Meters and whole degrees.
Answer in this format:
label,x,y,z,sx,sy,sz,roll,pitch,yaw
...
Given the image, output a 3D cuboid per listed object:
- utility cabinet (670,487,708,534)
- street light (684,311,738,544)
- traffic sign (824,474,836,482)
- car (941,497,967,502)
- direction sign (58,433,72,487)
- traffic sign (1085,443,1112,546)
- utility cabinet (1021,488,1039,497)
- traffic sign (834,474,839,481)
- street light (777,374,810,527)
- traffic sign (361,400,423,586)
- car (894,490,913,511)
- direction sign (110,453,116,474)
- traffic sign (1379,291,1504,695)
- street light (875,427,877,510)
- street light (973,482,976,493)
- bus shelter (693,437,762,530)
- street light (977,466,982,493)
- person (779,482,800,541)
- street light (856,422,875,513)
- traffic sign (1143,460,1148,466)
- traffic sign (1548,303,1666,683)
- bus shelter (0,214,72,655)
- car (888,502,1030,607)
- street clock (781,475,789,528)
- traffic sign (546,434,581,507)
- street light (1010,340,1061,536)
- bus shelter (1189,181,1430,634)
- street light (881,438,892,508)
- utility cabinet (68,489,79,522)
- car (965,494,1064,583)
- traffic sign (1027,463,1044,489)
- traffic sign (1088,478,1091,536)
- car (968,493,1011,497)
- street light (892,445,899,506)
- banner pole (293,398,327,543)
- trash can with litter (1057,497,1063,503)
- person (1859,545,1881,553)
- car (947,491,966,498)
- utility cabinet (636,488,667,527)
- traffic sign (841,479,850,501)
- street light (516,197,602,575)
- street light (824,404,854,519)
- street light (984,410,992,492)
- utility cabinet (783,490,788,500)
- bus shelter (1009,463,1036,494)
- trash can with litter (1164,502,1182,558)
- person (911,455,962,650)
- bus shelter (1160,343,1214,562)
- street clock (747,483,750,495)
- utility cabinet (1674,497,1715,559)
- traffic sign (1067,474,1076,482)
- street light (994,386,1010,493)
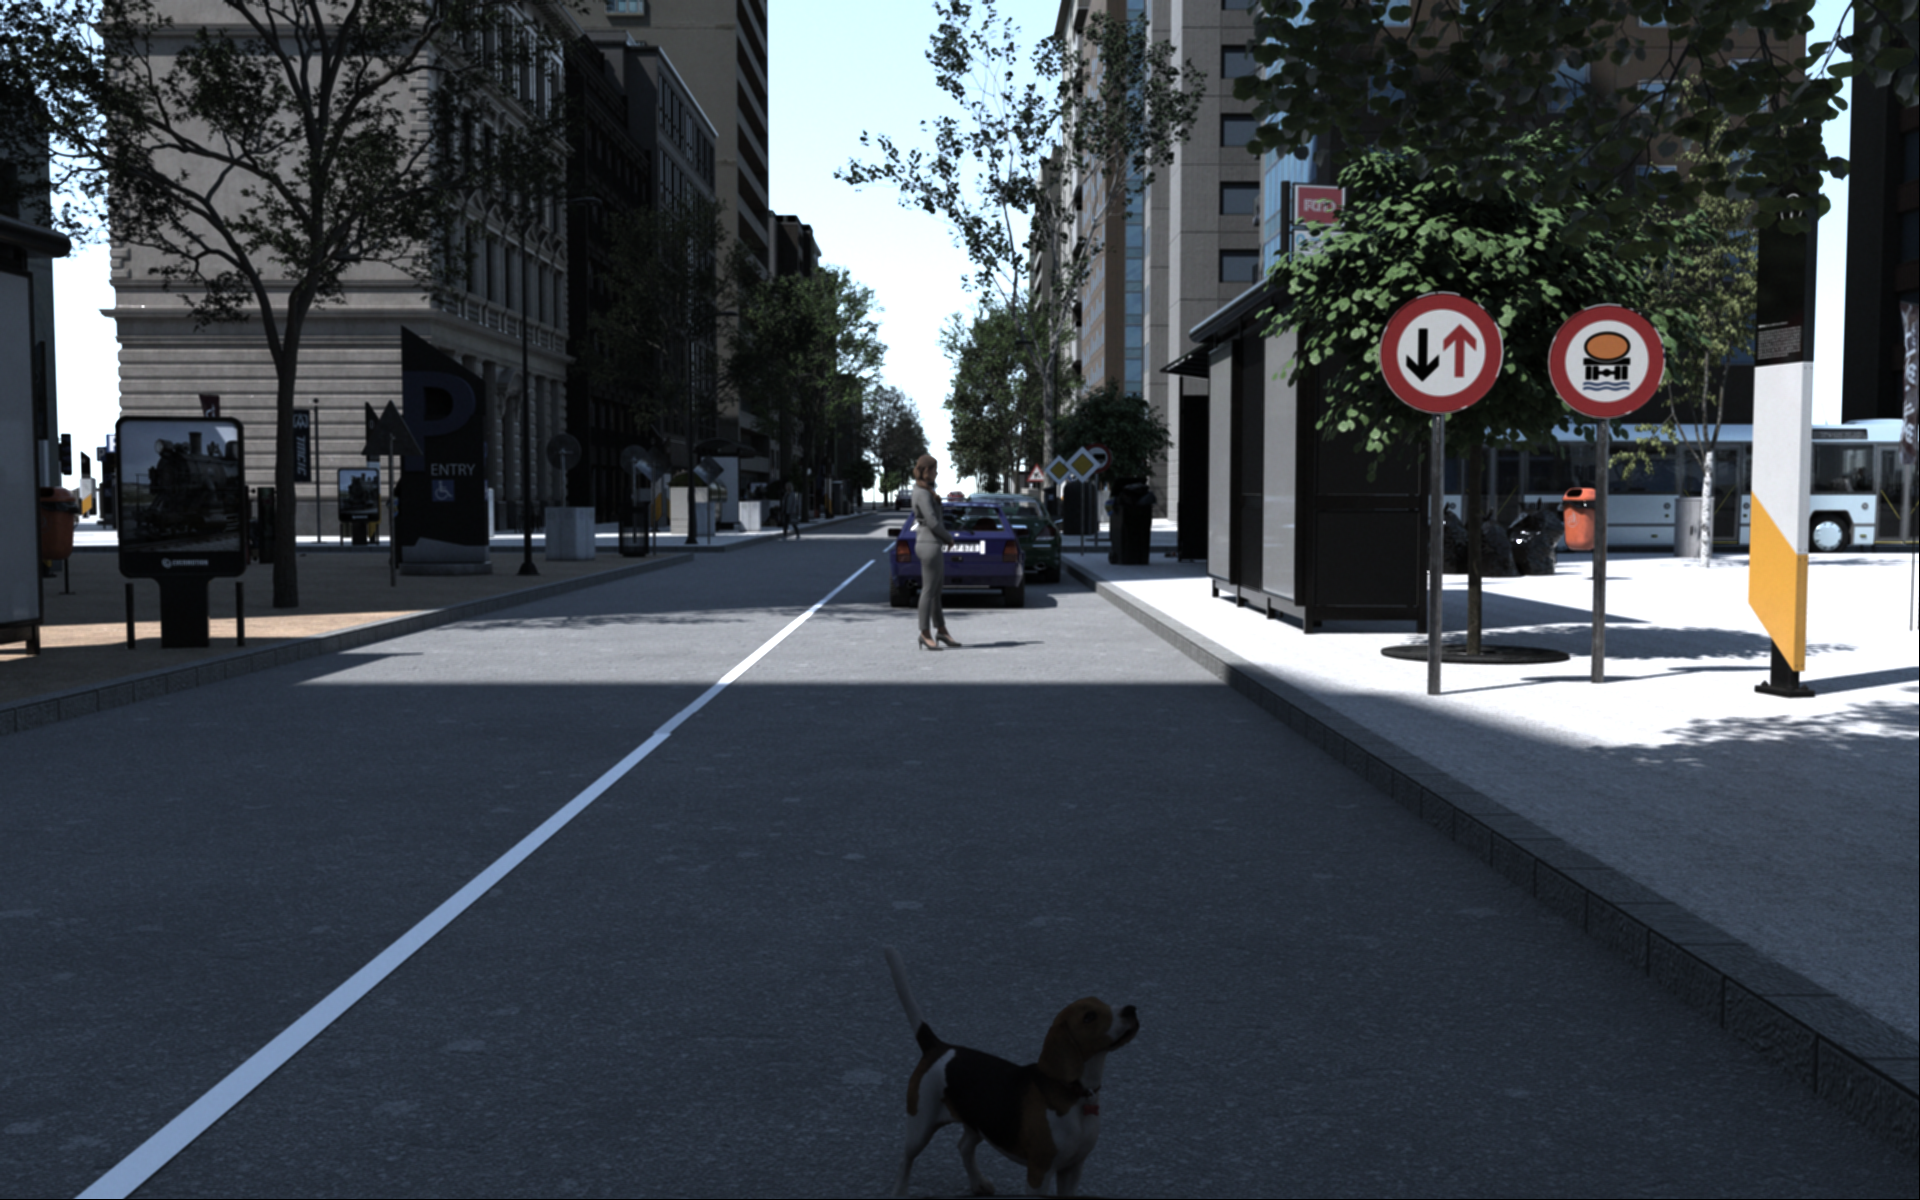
label,x,y,z,sx,sy,sz,roll,pitch,yaw
utility cabinet,-8.632,-2.846,55.216,1.173,1.500,0.318,-1,4,-12
street light,-6.334,-4.380,44.153,1.470,5.913,1.316,0,4,0
traffic sign,-8.119,-6.612,108.218,0.768,2.556,0.104,0,4,8
car,-0.315,-2.620,55.420,1.945,1.354,3.894,0,3,0
direction sign,-33.583,-4.439,64.578,0.876,3.537,0.379,-2,4,-34
traffic sign,3.382,-2.618,42.913,0.768,2.556,0.104,0,4,4
utility cabinet,2.717,-3.554,66.782,0.318,1.500,1.173,2,4,23
traffic sign,-7.898,-6.682,109.260,0.884,2.594,0.081,0,4,5
street light,-6.373,-5.772,66.916,1.470,5.913,1.316,0,4,0
traffic sign,-7.874,-1.467,23.995,0.884,2.594,0.081,0,4,7
car,-4.614,-8.763,151.946,2.281,1.827,5.304,0,4,0
direction sign,-33.411,-4.714,69.067,0.876,3.537,0.379,0,4,-6
traffic sign,3.033,-0.667,11.004,0.768,2.556,0.104,0,4,6
street light,-6.493,-9.040,120.344,1.470,5.913,1.316,0,4,0
street light,1.870,-13.595,194.818,1.470,5.913,1.316,0,4,0
bus shelter,-8.698,-4.335,64.803,2.014,3.302,5.546,0,4,0
street light,2.116,-9.577,129.127,1.470,5.913,1.316,0,4,0
person,-5.103,-2.683,52.544,0.728,1.800,0.709,-3,5,-45
street light,-6.414,-8.496,111.451,1.470,5.913,1.316,0,4,0
traffic sign,5.164,-3.079,50.345,0.884,2.594,0.081,0,4,2
traffic sign,4.332,-0.709,11.693,0.768,2.556,0.104,0,4,5
bus shelter,-8.136,-1.944,9.418,2.179,5.291,8.768,0,4,0
car,-0.021,-0.655,23.290,1.945,1.354,3.894,0,4,1
street clock,-6.532,-3.686,64.836,0.358,2.002,0.471,0,4,-7
traffic sign,-8.372,-2.229,36.556,0.768,2.556,0.104,1,4,9
street light,2.355,-4.887,52.446,1.470,5.913,1.316,0,4,0
bus shelter,3.939,-2.590,19.977,2.179,5.291,8.768,0,4,0
street light,-6.532,-10.384,142.321,1.470,5.913,1.316,0,4,0
utility cabinet,-40.111,-4.228,77.809,1.173,1.500,0.318,2,4,27
car,0.727,-1.078,29.429,2.131,1.459,4.920,0,4,0
traffic sign,3.234,-4.469,73.069,0.884,2.594,0.081,0,4,2
traffic sign,3.992,-3.247,53.190,0.768,2.556,0.104,1,4,9
car,0.864,-2.378,47.679,1.959,1.807,4.718,0,4,-1
street light,-6.599,-11.718,164.133,1.470,5.913,1.316,0,4,0
banner pole,-17.047,-3.381,45.295,0.863,3.779,0.401,-1,4,-16
trash can with litter,4.197,-3.549,69.410,1.055,1.170,0.624,3,5,39
person,21.831,-2.005,41.460,0.526,1.800,0.537,2,4,24
car,-0.470,-12.093,206.389,2.281,1.827,5.304,0,3,0
utility cabinet,-11.921,-3.563,66.939,1.173,1.500,0.318,-3,4,-38
traffic sign,-7.581,-6.892,114.809,0.606,2.300,0.079,0,4,8
street light,-6.305,-3.348,27.278,1.470,5.913,1.316,0,4,0
street light,-6.280,-7.139,89.262,1.470,5.913,1.316,0,4,0
street light,2.148,-7.556,96.087,1.470,5.913,1.316,0,4,0
utility cabinet,-7.925,-4.306,79.079,0.318,1.500,1.173,-1,4,-21
bus shelter,4.159,-7.375,114.501,2.014,3.302,5.546,0,4,0
trash can with litter,5.042,-1.481,35.273,2.233,1.210,1.678,-2,4,-28
person,-0.186,-0.439,15.952,0.573,1.790,0.520,-1,4,-22
bus shelter,4.643,-2.349,29.695,1.731,3.624,6.357,0,4,0
street clock,-13.368,-6.502,110.879,0.471,2.002,0.358,-3,5,-40
utility cabinet,14.769,-1.451,34.887,0.306,1.237,1.020,0,4,-6
traffic sign,5.189,-4.788,78.397,0.768,2.556,0.104,0,4,7
street light,2.292,-6.222,74.275,1.470,5.913,1.316,0,4,0
